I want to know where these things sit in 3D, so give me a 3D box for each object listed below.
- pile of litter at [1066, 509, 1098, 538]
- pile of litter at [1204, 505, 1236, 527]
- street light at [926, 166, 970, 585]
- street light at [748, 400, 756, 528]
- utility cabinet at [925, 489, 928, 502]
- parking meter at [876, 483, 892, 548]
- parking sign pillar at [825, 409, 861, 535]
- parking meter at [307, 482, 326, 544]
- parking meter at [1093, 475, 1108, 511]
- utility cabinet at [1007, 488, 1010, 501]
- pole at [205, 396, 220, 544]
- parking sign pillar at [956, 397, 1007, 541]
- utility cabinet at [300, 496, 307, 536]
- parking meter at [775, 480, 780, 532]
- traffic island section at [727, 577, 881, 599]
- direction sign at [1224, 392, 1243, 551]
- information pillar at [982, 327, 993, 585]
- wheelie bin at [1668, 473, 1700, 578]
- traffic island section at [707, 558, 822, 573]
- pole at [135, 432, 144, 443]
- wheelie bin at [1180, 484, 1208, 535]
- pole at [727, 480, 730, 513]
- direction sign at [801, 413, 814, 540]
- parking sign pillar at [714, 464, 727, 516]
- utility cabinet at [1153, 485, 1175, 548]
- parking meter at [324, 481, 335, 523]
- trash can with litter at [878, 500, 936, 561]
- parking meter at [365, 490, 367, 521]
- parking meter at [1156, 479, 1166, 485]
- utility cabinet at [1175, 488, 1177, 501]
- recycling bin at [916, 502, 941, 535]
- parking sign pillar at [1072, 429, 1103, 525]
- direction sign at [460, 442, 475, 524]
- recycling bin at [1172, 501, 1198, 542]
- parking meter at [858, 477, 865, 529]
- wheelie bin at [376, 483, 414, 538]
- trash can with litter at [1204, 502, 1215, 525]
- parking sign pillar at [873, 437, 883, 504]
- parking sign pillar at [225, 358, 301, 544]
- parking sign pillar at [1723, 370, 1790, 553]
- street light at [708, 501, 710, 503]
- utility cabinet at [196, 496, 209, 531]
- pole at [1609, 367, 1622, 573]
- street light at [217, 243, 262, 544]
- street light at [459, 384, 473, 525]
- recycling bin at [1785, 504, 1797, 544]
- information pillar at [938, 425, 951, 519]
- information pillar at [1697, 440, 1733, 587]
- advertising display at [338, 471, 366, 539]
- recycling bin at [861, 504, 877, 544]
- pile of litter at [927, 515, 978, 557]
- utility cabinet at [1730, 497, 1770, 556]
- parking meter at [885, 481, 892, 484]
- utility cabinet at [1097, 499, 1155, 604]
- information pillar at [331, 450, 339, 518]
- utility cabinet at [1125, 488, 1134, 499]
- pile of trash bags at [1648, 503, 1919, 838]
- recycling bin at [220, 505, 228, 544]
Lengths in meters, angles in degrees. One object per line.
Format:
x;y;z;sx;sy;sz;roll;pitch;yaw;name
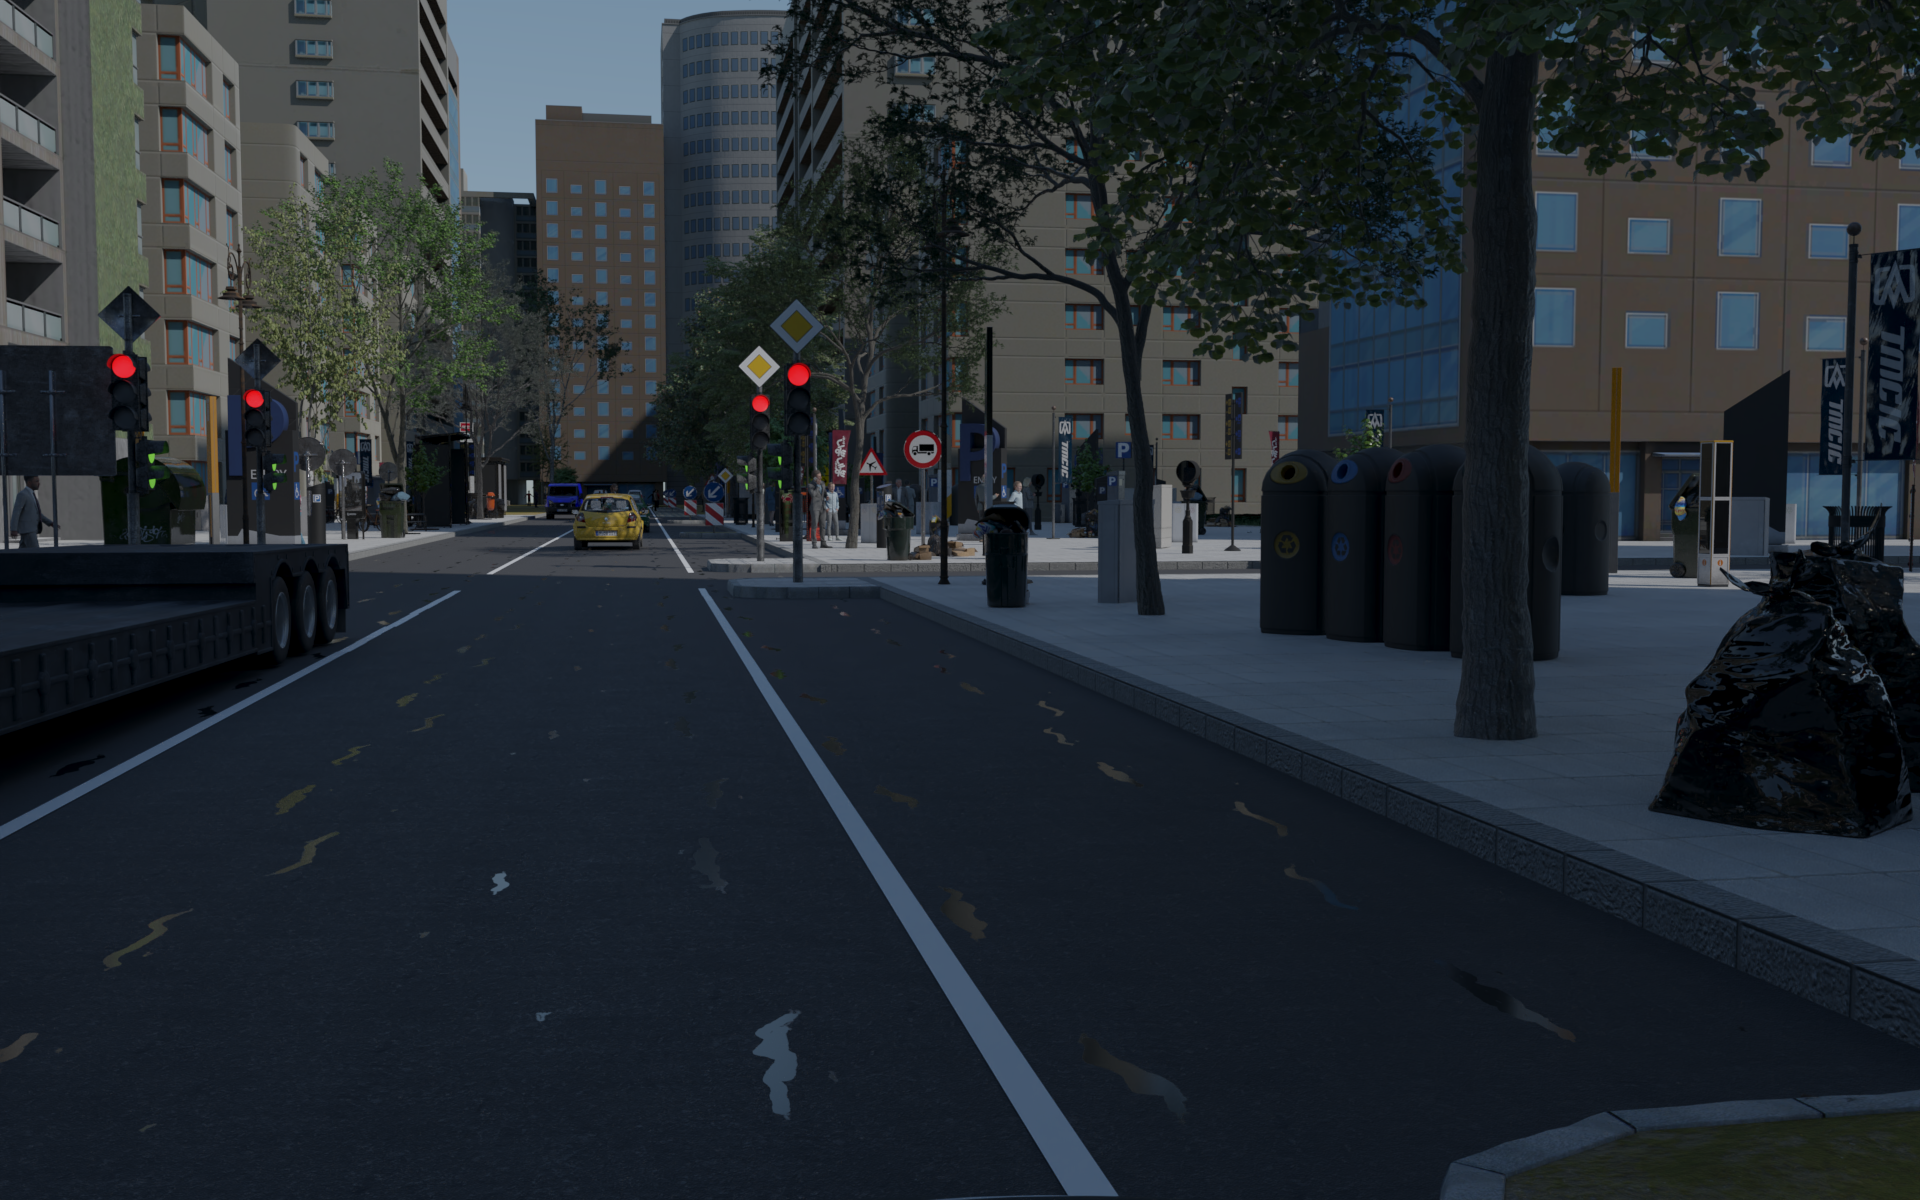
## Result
3.647;-2.266;51.009;1.176;0.858;1.719;2;4;33;pile of litter
10.189;-3.290;67.763;1.176;0.858;1.719;-1;4;-14;pile of litter
-0.226;-3.159;24.441;0.468;5.910;1.993;-1;4;-10;street light
-7.913;-5.712;66.185;0.468;5.910;1.993;-1;4;-10;street light
-1.807;-4.485;82.014;1.173;1.500;0.318;-1;4;-11;utility cabinet
-1.799;-1.999;41.090;0.372;1.533;0.369;0;3;0;parking meter
-3.836;-4.028;54.330;1.447;3.967;1.447;0;4;-7;parking sign pillar
-13.927;-1.779;37.490;0.372;1.533;0.369;0;3;0;parking meter
4.414;-2.979;54.416;0.399;1.863;0.255;-1;4;-13;parking meter
1.408;-3.572;67.083;0.318;1.500;1.173;-3;5;-41;utility cabinet
-15.641;-2.594;36.256;0.158;3.312;0.155;0;3;0;pole
0.619;-3.629;47.814;1.447;3.967;1.447;2;4;24;parking sign pillar
-19.977;-2.571;53.201;0.306;1.237;1.020;0;4;-2;utility cabinet
-6.072;-3.216;58.287;0.255;1.863;0.399;0;4;4;parking meter
-2.331;-0.177;25.174;2.009;0.180;2.903;-1;4;-10;traffic island section
6.143;-2.871;38.937;0.379;3.537;0.876;-1;4;-15;direction sign
0.405;-2.030;24.540;0.183;3.616;0.504;0;4;-3;information pillar
11.322;-1.139;26.536;0.693;1.594;0.980;3;5;44;wheelie bin
-3.780;-0.657;33.027;2.009;0.180;2.903;-1;4;-10;traffic island section
-16.118;-2.458;34.025;0.158;3.312;0.155;0;3;0;pole
7.355;-2.851;54.520;0.693;1.594;0.980;-1;4;-23;wheelie bin
-14.419;-6.974;107.874;0.158;3.312;0.155;0;3;0;pole
-4.309;-3.477;48.844;0.379;3.537;0.876;-2;4;-30;direction sign
-14.189;-6.981;102.617;1.447;3.967;1.447;-1;4;-21;parking sign pillar
4.759;-1.987;41.169;0.318;1.500;1.173;1;4;19;utility cabinet
-28.200;-4.392;77.520;0.399;1.863;0.255;-2;4;-33;parking meter
-1.028;-1.360;33.618;1.055;1.170;0.624;-3;4;-37;trash can with litter
-27.871;-4.431;80.852;0.372;1.533;0.369;0;3;0;parking meter
7.578;-3.633;65.116;0.399;1.863;0.255;1;4;9;parking meter
7.288;-3.279;62.292;0.318;1.500;1.173;-2;4;-33;utility cabinet
-0.914;-2.610;55.223;0.722;1.027;0.722;3;5;42;recycling bin
5.422;-5.138;72.480;1.447;3.967;1.447;-2;4;-35;parking sign pillar
-21.405;-5.094;75.289;0.379;3.537;0.876;2;4;25;direction sign
5.945;-2.058;46.210;0.722;1.027;0.722;0;3;0;recycling bin
-3.527;-3.345;60.408;0.399;1.863;0.255;0;4;-4;parking meter
-16.543;-2.606;50.510;0.980;1.594;0.693;0;4;-6;wheelie bin
10.174;-3.704;71.949;1.055;1.170;0.624;-2;4;-25;trash can with litter
-3.872;-5.708;81.793;1.447;3.967;1.447;0;4;-2;parking sign pillar
-13.792;-2.800;34.257;1.447;3.967;1.447;0;4;-5;parking sign pillar
17.445;-3.030;38.014;1.447;3.967;1.447;2;4;24;parking sign pillar
-15.434;-8.185;106.605;0.468;5.910;1.993;-1;4;-10;street light
-26.787;-3.045;60.953;0.306;1.237;1.020;-3;5;-45;utility cabinet
10.587;-2.089;28.006;0.158;3.312;0.155;0;3;0;pole
-13.311;-3.631;32.148;0.468;5.910;1.993;-1;4;-10;street light
-20.736;-6.117;72.807;0.468;5.910;1.993;-1;4;-10;street light
21.267;-1.989;45.066;0.722;1.027;0.722;0;4;8;recycling bin
-0.538;-4.145;59.128;0.504;3.616;0.183;-1;4;-23;information pillar
10.418;-1.188;23.908;0.304;2.012;0.304;-1;4;-13;information pillar
-17.241;-2.686;49.123;0.974;1.923;0.123;2;4;29;advertising display
-2.110;-2.003;45.302;0.722;1.027;0.722;3;5;41;recycling bin
-0.193;-1.357;36.155;1.176;0.858;1.719;1;4;14;pile of litter
16.398;-1.540;36.341;1.020;1.237;0.306;3;5;43;utility cabinet
-3.278;-4.499;79.273;0.255;1.863;0.399;1;4;13;parking meter
1.988;-0.587;20.765;0.306;1.237;1.020;2;4;30;utility cabinet
-33.183;-6.151;91.921;0.504;3.616;0.183;3;4;37;information pillar
6.585;-3.546;66.655;1.173;1.500;0.318;0;4;3;utility cabinet
4.523;0.136;7.535;3.447;1.369;1.912;-3;5;-45;pile of trash bags
-16.738;-1.693;40.232;0.722;1.027;0.722;-2;4;-33;recycling bin
